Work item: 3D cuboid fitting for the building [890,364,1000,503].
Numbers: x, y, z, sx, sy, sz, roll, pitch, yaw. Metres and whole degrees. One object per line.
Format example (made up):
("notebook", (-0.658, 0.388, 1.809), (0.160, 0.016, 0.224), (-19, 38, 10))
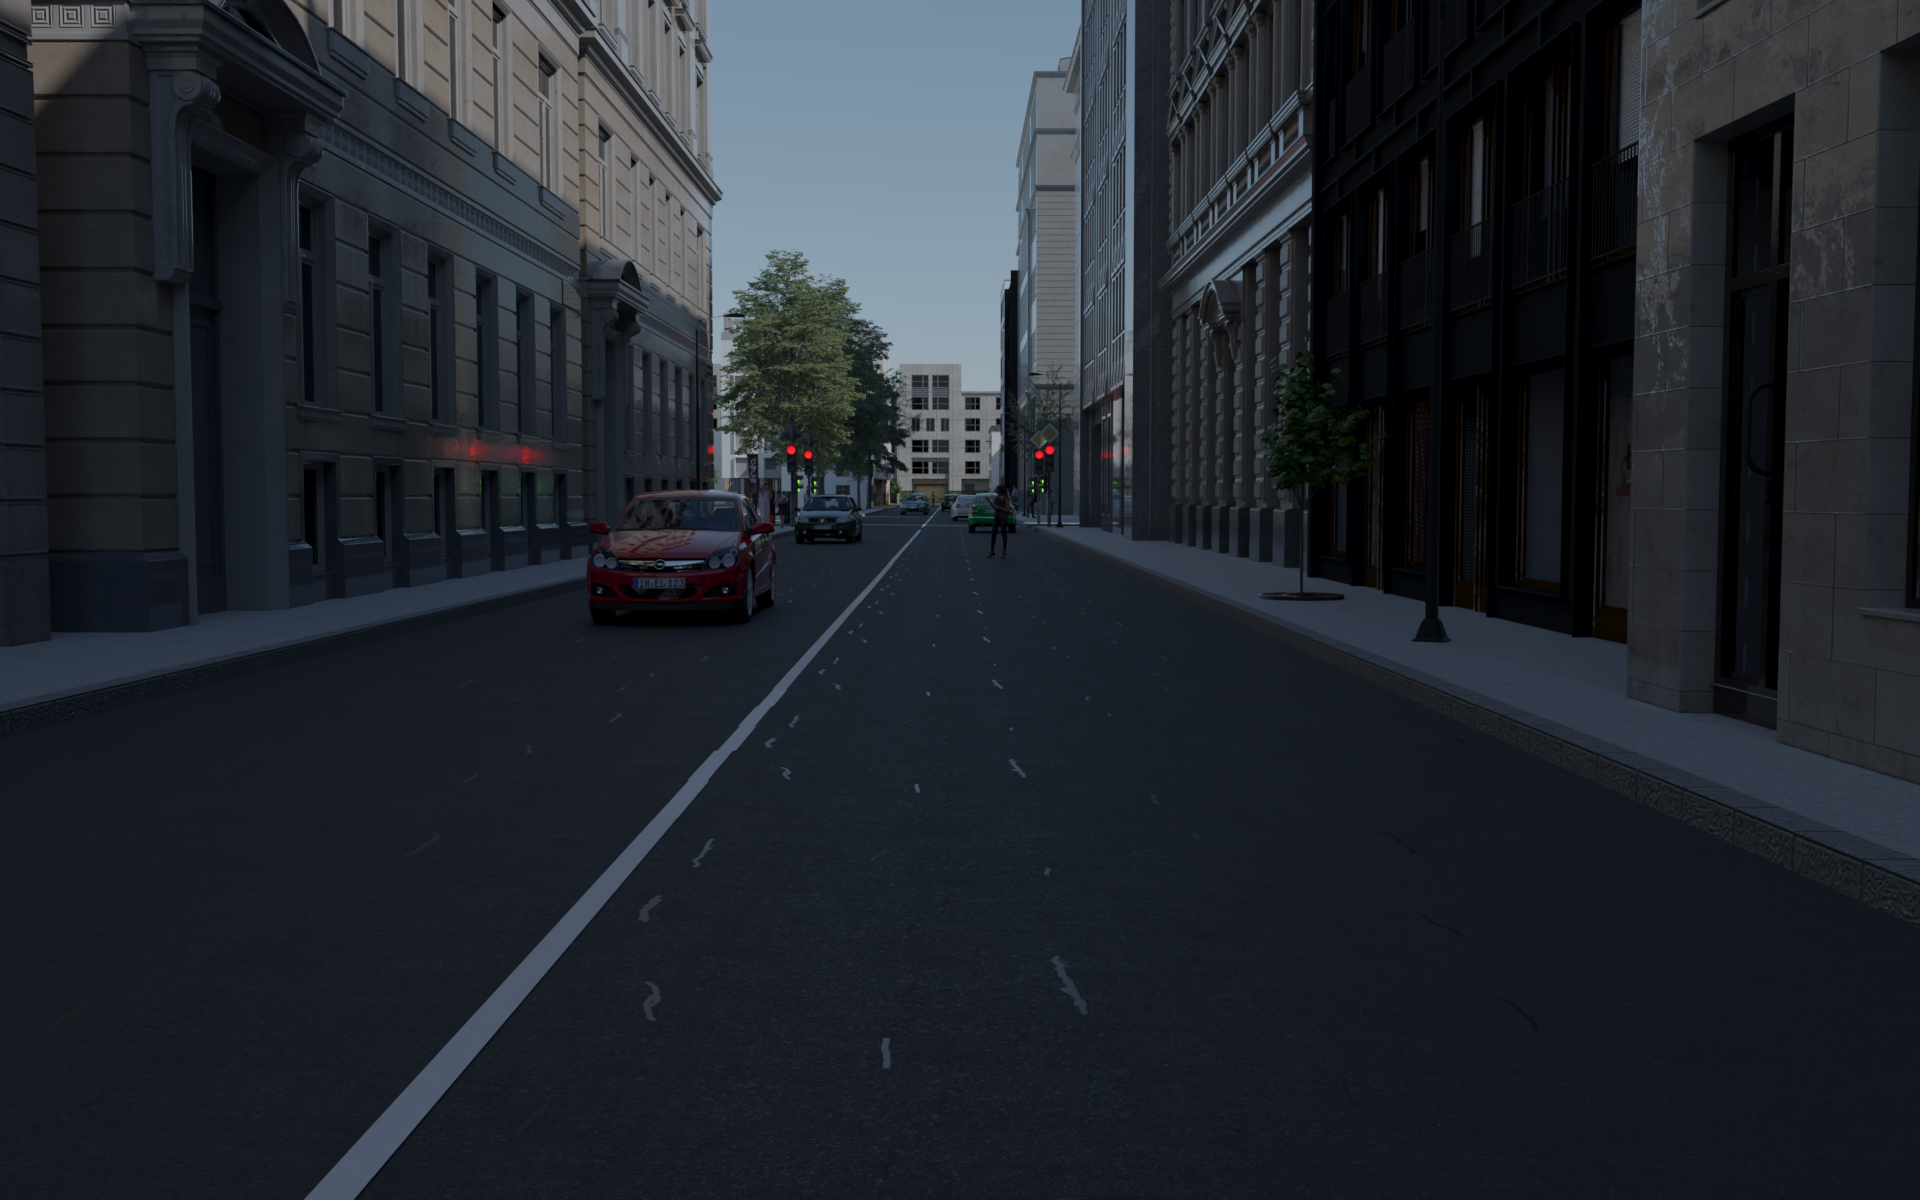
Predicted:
("building", (-8.281, -23.065, 243.572), (31.486, 18.905, 16.747), (0, 4, 0))

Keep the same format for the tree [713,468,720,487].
("tree", (-22.345, -10.093, 148.735), (4.285, 4.588, 4.351), (0, 3, 0))

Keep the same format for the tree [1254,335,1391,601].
("tree", (4.105, -1.620, 21.082), (1.663, 3.219, 1.824), (0, 3, 0))

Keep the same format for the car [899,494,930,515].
("car", (-3.142, -6.597, 119.663), (2.131, 1.459, 4.920), (0, 4, 1))

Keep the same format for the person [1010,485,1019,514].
("person", (3.491, -6.520, 112.519), (0.599, 1.838, 0.709), (3, 5, 44))

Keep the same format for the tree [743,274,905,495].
("tree", (-7.958, -11.820, 99.910), (9.857, 13.997, 8.962), (0, 3, 0))

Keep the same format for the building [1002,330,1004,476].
("building", (11.918, -18.504, 158.956), (16.016, 20.091, 11.380), (0, 4, 0))

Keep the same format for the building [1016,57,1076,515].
("building", (9.905, -20.880, 118.888), (11.434, 29.767, 29.804), (0, 4, 0))

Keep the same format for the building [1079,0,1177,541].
("building", (10.660, -14.592, 56.597), (12.078, 24.808, 19.932), (0, 4, 0))

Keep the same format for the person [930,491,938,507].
("person", (-2.972, -11.416, 195.854), (1.217, 1.736, 0.721), (3, 4, 37))

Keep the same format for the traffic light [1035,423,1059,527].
("traffic light", (3.454, -4.777, 67.356), (0.839, 4.213, 0.868), (0, 4, 0))

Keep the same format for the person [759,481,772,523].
("person", (-6.853, -3.327, 61.113), (0.551, 1.740, 0.621), (1, 4, 21))

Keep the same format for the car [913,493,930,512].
("car", (-3.369, -8.001, 140.412), (1.945, 1.707, 3.694), (0, 4, 1))

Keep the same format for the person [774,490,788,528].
("person", (-6.698, -3.380, 64.489), (0.628, 1.438, 0.799), (-1, 4, -19))

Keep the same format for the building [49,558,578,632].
("building", (-13.772, -14.614, 24.849), (13.634, 28.700, 20.117), (0, 4, 0))

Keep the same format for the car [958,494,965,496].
("car", (0.193, -12.273, 212.663), (2.014, 1.417, 4.499), (0, 4, 0))

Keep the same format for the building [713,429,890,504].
("building", (-23.081, -17.126, 222.159), (28.070, 9.664, 9.099), (0, 4, 0))

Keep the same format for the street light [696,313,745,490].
("street light", (-6.207, -4.404, 44.543), (1.470, 5.913, 1.316), (0, 4, 0))

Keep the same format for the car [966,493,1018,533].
("car", (1.215, -3.476, 65.636), (1.959, 1.807, 4.718), (0, 4, 1))

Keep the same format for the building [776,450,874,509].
("building", (-12.678, -13.660, 165.488), (9.099, 9.664, 28.070), (0, 4, 0))

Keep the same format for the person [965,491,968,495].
("person", (0.693, -11.301, 193.264), (0.705, 1.826, 1.348), (0, 4, 7))

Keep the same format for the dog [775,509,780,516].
("dog", (-10.965, -5.224, 103.155), (0.748, 0.427, 0.550), (0, 4, 1))

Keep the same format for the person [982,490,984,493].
("person", (2.987, -13.320, 223.826), (0.705, 1.823, 1.348), (-1, 4, -8))

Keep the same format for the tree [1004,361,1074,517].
("tree", (4.586, -8.843, 94.946), (4.360, 8.622, 3.978), (0, 3, 0))

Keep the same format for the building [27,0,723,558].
("building", (-14.035, -15.880, 45.534), (13.634, 28.700, 20.117), (0, 4, 0))

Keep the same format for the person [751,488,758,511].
("person", (-11.612, -5.537, 98.049), (0.415, 1.643, 0.593), (1, 4, 22))

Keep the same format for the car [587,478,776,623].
("car", (-3.243, -0.711, 20.662), (2.155, 1.783, 4.494), (0, 4, -1))

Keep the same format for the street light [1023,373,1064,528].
("street light", (3.287, -5.737, 66.333), (1.470, 5.913, 1.316), (0, 4, 0))

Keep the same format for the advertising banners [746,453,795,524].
("advertising banners", (-8.146, -4.783, 74.398), (2.074, 3.025, 0.090), (0, 4, 5))

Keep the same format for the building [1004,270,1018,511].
("building", (10.022, -19.109, 142.110), (12.332, 23.373, 15.834), (0, 4, 0))

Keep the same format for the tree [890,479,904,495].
("tree", (-8.061, -13.773, 219.785), (1.663, 3.219, 1.824), (0, 3, 0))

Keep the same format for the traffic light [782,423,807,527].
("traffic light", (-6.507, -4.774, 67.292), (0.839, 4.213, 0.868), (0, 4, 0))

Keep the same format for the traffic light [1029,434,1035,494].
("traffic light", (3.416, -5.266, 75.341), (0.839, 4.213, 0.868), (0, 4, 0))

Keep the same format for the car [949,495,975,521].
("car", (0.489, -4.913, 92.688), (2.083, 1.381, 4.827), (0, 4, -2))

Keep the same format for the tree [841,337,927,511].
("tree", (-7.729, -13.529, 131.576), (12.009, 13.543, 11.850), (0, 3, 0))

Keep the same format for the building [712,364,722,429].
("building", (-39.767, -23.063, 243.535), (31.486, 18.905, 16.747), (0, 4, 0))

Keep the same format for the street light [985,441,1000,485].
("street light", (2.902, -10.883, 150.484), (1.470, 5.913, 1.316), (0, 4, 0))

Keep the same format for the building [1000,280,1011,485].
("building", (18.082, -20.643, 181.493), (27.936, 21.610, 32.646), (0, 4, 0))

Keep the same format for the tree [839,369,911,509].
("tree", (-7.627, -13.706, 146.145), (6.751, 12.117, 7.091), (0, 3, 0))

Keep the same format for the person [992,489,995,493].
("person", (3.399, -10.136, 171.855), (1.350, 1.814, 0.705), (0, 4, -4))

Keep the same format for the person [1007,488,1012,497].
("person", (3.588, -7.562, 130.509), (0.655, 1.722, 0.431), (3, 5, 42))

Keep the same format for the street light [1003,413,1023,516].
("street light", (3.167, -7.745, 99.174), (1.470, 5.913, 1.316), (0, 4, 0))

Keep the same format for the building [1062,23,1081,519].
("building", (27.473, -18.743, 82.857), (44.131, 29.872, 17.030), (0, 4, 0))

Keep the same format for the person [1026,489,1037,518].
("person", (3.832, -5.211, 92.062), (0.655, 1.722, 0.431), (-2, 4, -35))

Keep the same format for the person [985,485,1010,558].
("person", (0.826, -1.758, 38.711), (0.593, 1.643, 0.415), (0, 4, 7))

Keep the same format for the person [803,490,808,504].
("person", (-10.390, -6.710, 117.961), (0.614, 1.554, 0.590), (0, 4, 3))

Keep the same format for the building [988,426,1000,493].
("building", (8.305, -16.512, 212.114), (9.099, 9.664, 28.070), (0, 4, 0))

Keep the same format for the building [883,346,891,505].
("building", (-16.171, -20.782, 196.200), (16.016, 20.091, 11.380), (0, 4, 0))

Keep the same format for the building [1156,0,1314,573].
("building", (10.382, -12.670, 36.037), (11.050, 23.489, 19.941), (0, 4, 0))

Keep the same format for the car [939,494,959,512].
("car", (-0.688, -8.094, 142.127), (2.009, 1.686, 4.222), (0, 4, 0))

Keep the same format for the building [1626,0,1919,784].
("building", (9.440, -9.003, 1.958), (10.420, 20.320, 16.860), (0, 4, 0))

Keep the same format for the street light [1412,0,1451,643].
("street light", (3.573, -2.593, 14.939), (1.470, 5.913, 1.316), (0, 4, 0))

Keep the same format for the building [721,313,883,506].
("building", (-16.718, -20.087, 184.838), (16.016, 20.091, 11.380), (0, 4, 0))

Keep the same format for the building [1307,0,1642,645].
("building", (11.547, -11.530, 18.191), (12.332, 23.373, 15.834), (0, 4, 0))

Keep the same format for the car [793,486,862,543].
("car", (-3.886, -2.553, 51.529), (2.009, 1.686, 4.222), (0, 4, 2))

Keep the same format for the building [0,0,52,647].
("building", (-13.768, -9.857, 2.960), (13.314, 21.916, 24.055), (0, 4, 0))

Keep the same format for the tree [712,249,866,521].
("tree", (-8.038, -9.971, 81.154), (7.486, 12.596, 7.792), (0, 3, 0))

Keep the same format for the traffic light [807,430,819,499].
("traffic light", (-6.545, -5.262, 75.277), (0.839, 4.213, 0.868), (0, 4, 0))

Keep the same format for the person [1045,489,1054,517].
("person", (5.008, -5.398, 96.509), (0.499, 1.552, 0.429), (0, 4, 2))
